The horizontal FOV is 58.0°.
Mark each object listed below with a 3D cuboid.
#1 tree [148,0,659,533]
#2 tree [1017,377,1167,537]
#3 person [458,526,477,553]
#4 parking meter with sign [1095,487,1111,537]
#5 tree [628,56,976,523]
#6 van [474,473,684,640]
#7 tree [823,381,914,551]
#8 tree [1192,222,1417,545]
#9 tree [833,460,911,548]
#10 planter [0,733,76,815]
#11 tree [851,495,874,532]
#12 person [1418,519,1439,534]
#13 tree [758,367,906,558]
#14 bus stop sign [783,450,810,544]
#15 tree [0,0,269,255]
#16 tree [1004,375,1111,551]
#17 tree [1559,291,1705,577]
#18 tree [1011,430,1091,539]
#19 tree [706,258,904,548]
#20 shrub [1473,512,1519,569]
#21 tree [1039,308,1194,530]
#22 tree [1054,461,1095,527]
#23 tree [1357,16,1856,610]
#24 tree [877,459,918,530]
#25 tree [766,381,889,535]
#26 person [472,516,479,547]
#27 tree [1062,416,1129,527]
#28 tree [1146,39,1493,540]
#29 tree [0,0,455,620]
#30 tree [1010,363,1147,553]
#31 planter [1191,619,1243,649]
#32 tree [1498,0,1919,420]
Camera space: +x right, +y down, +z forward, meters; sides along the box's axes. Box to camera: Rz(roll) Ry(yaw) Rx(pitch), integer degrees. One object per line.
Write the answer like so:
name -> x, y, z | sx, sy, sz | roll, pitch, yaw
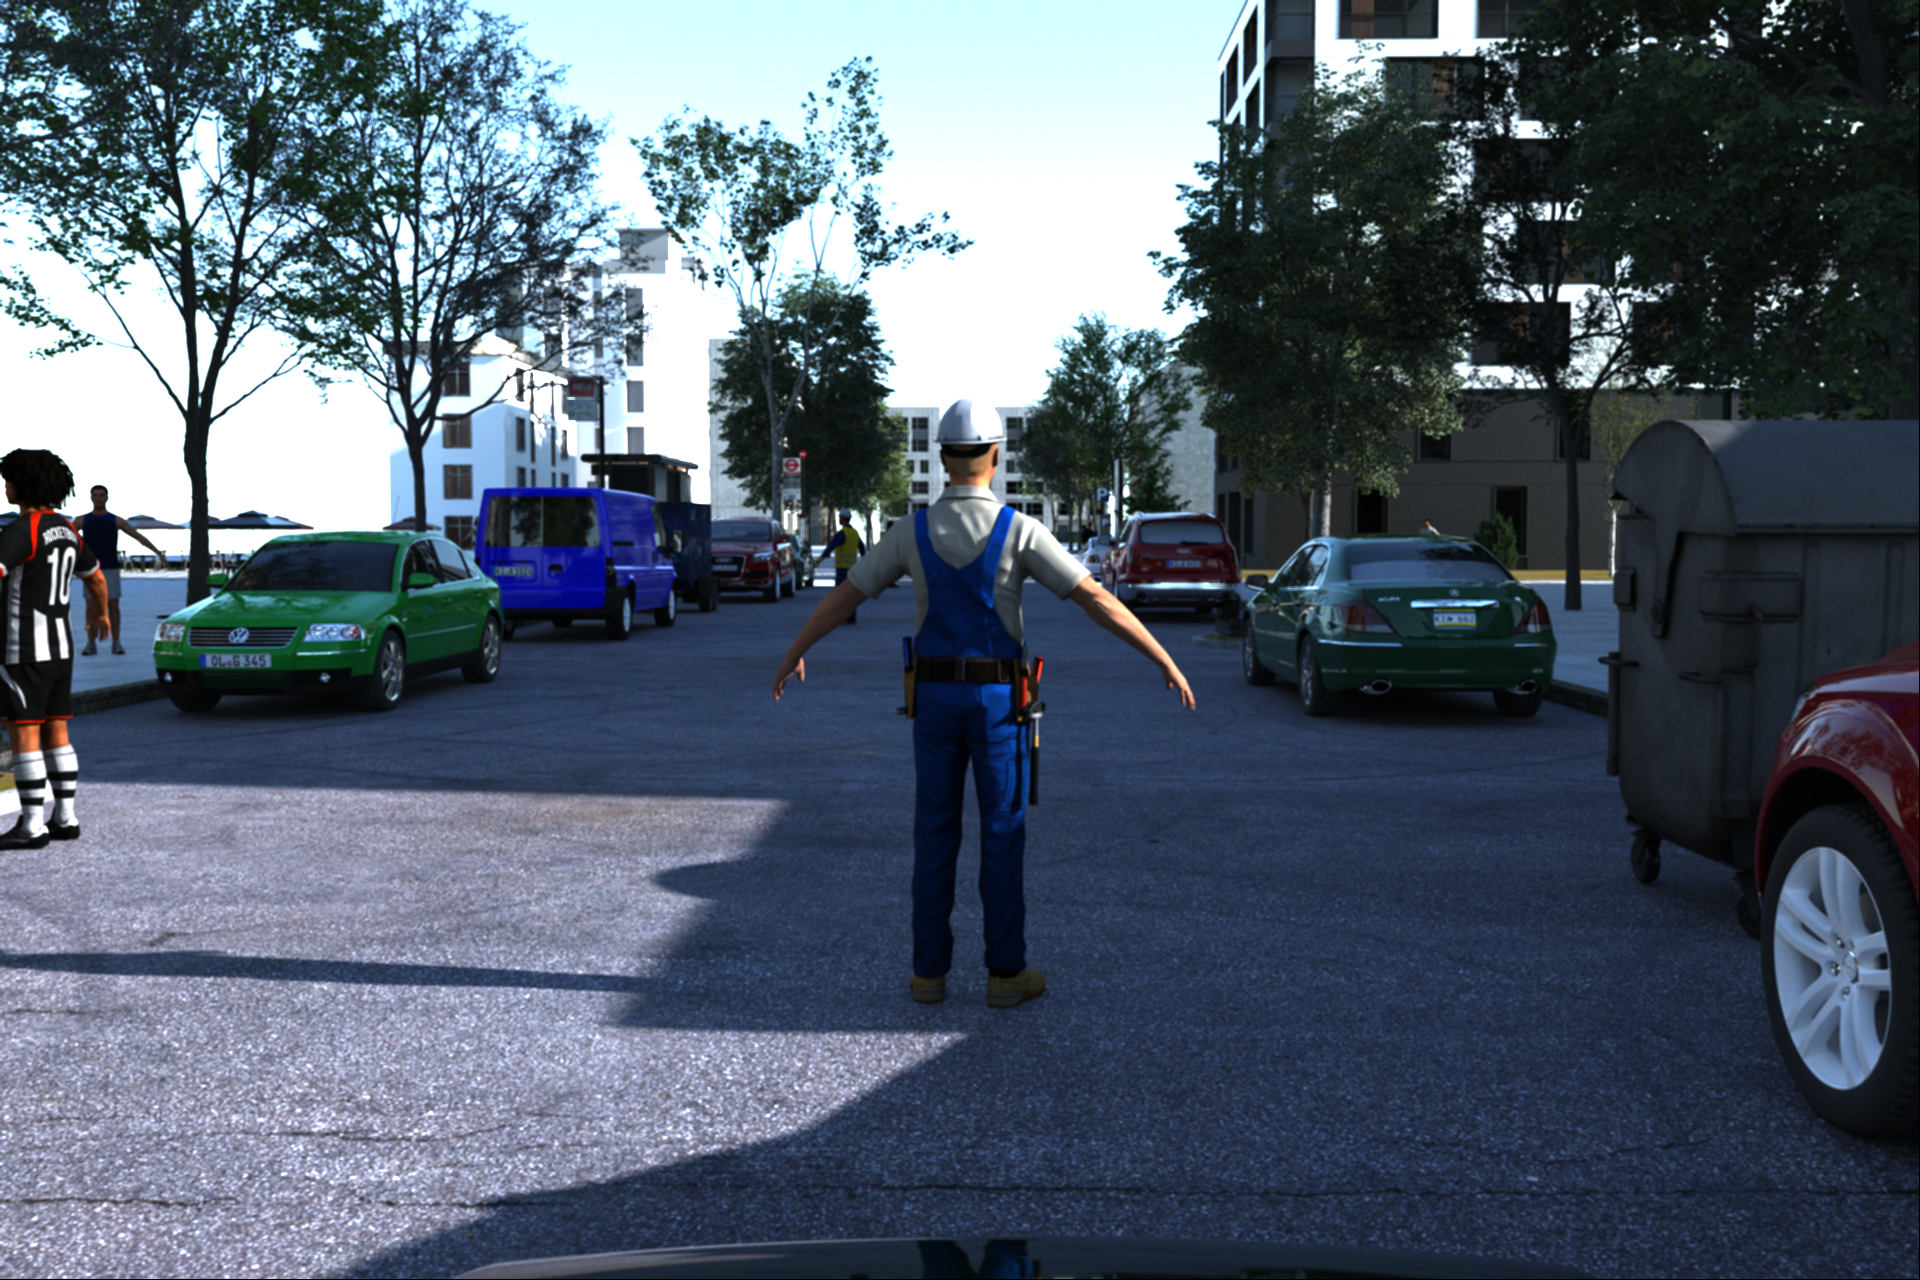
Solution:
tree -> -11.507, -7.720, 36.588 | 12.009, 13.543, 11.850 | 0, 3, 0
tree -> 7.741, -10.058, 98.861 | 8.767, 10.594, 7.601 | -1, 4, -17
person -> -15.933, -3.139, 57.454 | 1.348, 1.813, 0.705 | -2, 4, -27
parking meter with sign -> 5.267, -4.108, 63.434 | 0.543, 3.016, 1.738 | 0, 4, 0
tree -> -6.174, -12.998, 68.407 | 12.611, 20.169, 13.585 | 0, 3, 0
van -> -5.400, -1.266, 25.082 | 2.240, 2.365, 5.245 | 0, 4, 1
tree -> -7.234, -12.860, 128.395 | 7.486, 12.596, 7.792 | 0, 3, 0
tree -> 11.397, -8.020, 56.889 | 9.928, 11.665, 9.643 | 0, 3, 0
tree -> -7.490, -12.785, 143.451 | 7.601, 10.594, 8.767 | 2, 4, 28
planter -> -5.884, 0.737, 9.090 | 1.991, 0.319, 1.994 | 0, 4, 0
tree -> -13.389, -17.859, 242.350 | 4.737, 8.622, 4.395 | 0, 3, 0
person -> 16.043, -3.264, 59.550 | 1.347, 1.806, 0.705 | 3, 4, 36
tree -> -7.141, -9.700, 93.013 | 8.767, 10.594, 7.601 | 0, 4, -2
bus stop sign -> -5.227, -4.073, 55.298 | 0.855, 3.939, 0.416 | 0, 4, 0
tree -> -11.209, -6.442, 15.695 | 12.009, 13.543, 11.850 | 0, 3, 0
tree -> 8.354, -13.539, 131.731 | 12.009, 13.543, 11.850 | 0, 3, 0
tree -> 19.476, -6.227, 52.178 | 4.360, 8.622, 3.978 | 0, 3, 0
tree -> 8.362, -13.760, 150.727 | 9.928, 11.665, 9.643 | 0, 3, 0
tree -> -7.321, -10.729, 82.069 | 9.857, 13.997, 8.962 | 0, 3, 0
shrub -> 18.253, -3.362, 59.016 | 1.661, 2.075, 1.752 | 0, 3, 0
tree -> 7.251, -9.464, 80.499 | 9.928, 11.665, 9.643 | 0, 3, 0
tree -> 9.131, -11.681, 141.347 | 4.737, 8.622, 4.395 | 0, 3, 0
tree -> 10.600, -5.802, 29.280 | 8.767, 10.594, 7.601 | 2, 4, 35
tree -> -6.391, -12.490, 154.569 | 4.360, 8.622, 3.978 | 0, 3, 0
tree -> -7.682, -10.407, 104.566 | 7.601, 10.594, 8.767 | 2, 4, 35
person -> -15.009, -2.949, 54.002 | 0.705, 1.856, 1.354 | -1, 4, -10
tree -> 8.194, -9.571, 106.855 | 4.737, 8.622, 4.395 | 0, 3, 0
tree -> 9.731, -8.560, 46.611 | 9.857, 13.997, 8.962 | 0, 3, 0
tree -> -11.494, -6.133, 26.030 | 9.928, 11.665, 9.643 | 0, 3, 0
tree -> 8.288, -12.725, 118.425 | 12.009, 13.543, 11.850 | 0, 3, 0
planter -> 4.037, -0.082, 22.480 | 1.991, 0.319, 1.994 | 0, 4, 0
tree -> 10.191, -6.813, 18.041 | 9.857, 13.997, 8.962 | 0, 3, 0
